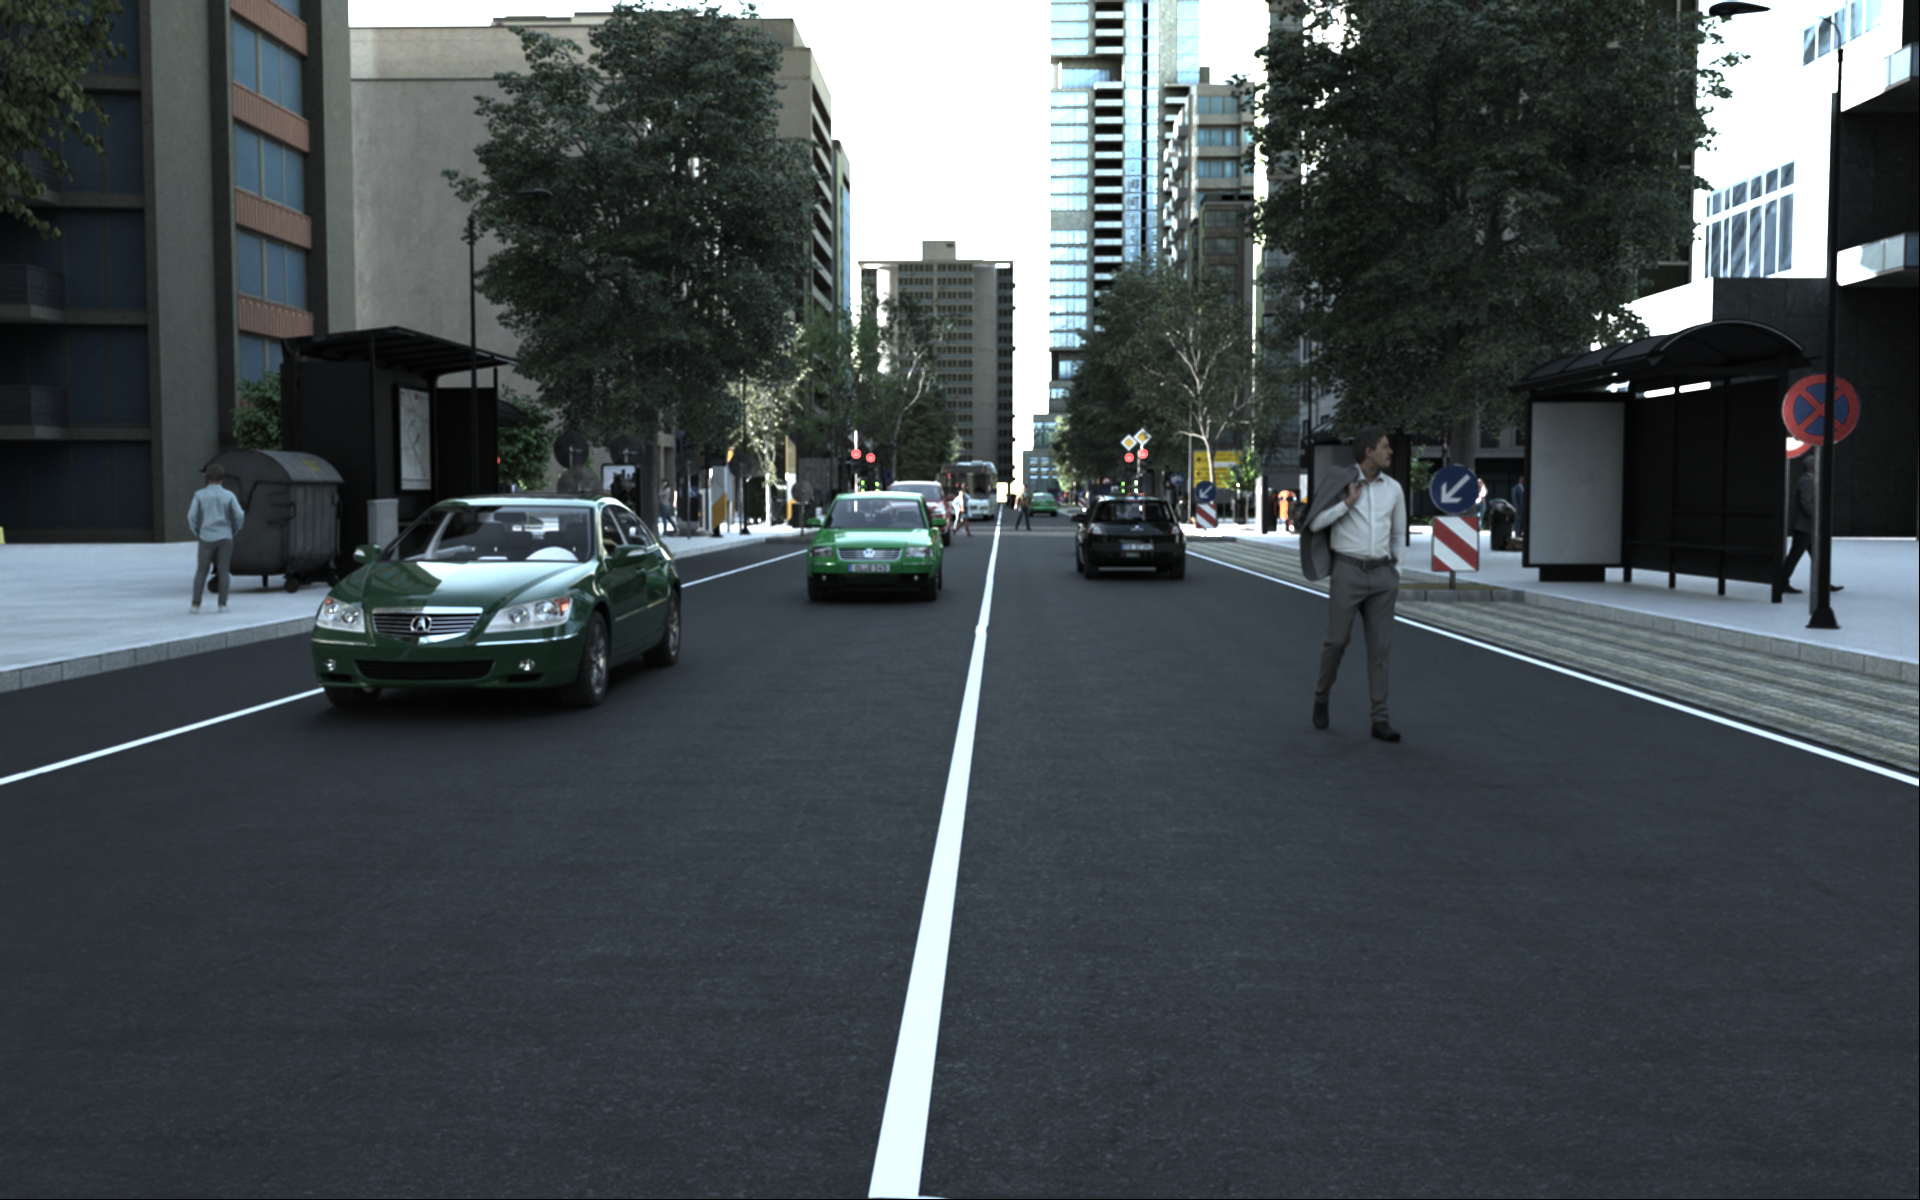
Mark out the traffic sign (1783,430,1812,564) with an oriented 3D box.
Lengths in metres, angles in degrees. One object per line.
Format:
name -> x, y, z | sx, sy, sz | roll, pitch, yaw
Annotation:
traffic sign -> 11.691, -1.494, 24.532 | 0.768, 2.556, 0.104 | 0, 4, 7

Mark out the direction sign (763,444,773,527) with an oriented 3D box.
direction sign -> -7.550, -4.653, 68.072 | 0.379, 3.537, 0.876 | 0, 4, -5

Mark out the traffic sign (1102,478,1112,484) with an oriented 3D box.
traffic sign -> 11.425, -8.234, 134.738 | 0.768, 2.556, 0.104 | 1, 4, 10

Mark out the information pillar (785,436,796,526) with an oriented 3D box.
information pillar -> -6.839, -4.810, 69.997 | 0.183, 3.616, 0.504 | 3, 5, 41

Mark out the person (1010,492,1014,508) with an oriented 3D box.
person -> 5.268, -9.953, 172.158 | 0.541, 1.710, 0.530 | 3, 5, 41

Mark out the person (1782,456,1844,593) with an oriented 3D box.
person -> 11.022, -0.974, 22.368 | 0.834, 1.777, 0.661 | 1, 4, 14

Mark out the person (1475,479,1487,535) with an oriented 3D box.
person -> 16.144, -2.897, 53.996 | 0.593, 1.750, 0.643 | 2, 4, 27

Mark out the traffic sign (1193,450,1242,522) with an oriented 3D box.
traffic sign -> 11.991, -5.308, 80.662 | 2.265, 3.308, 0.079 | 0, 4, 6

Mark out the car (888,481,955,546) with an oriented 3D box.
car -> -1.271, -2.500, 49.543 | 2.281, 1.827, 5.304 | 0, 3, 0

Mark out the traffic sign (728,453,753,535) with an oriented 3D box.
traffic sign -> -6.822, -3.285, 53.821 | 0.768, 2.556, 0.104 | 0, 4, 6

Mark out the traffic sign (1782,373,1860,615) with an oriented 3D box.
traffic sign -> 9.058, -1.113, 18.303 | 0.768, 2.556, 0.104 | 1, 4, 10

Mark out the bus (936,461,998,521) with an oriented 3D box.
bus -> 0.568, -6.192, 96.092 | 2.948, 3.499, 13.247 | 0, 4, 3

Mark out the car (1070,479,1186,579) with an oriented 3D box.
car -> 2.978, -1.278, 30.678 | 2.009, 1.686, 4.222 | 0, 4, 1

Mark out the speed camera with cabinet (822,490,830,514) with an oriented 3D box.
speed camera with cabinet -> -8.677, -7.224, 112.449 | 0.660, 3.252, 2.038 | 0, 4, -5

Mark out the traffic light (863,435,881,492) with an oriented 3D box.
traffic light -> -4.163, -5.666, 81.567 | 0.839, 4.253, 0.868 | 0, 4, 1

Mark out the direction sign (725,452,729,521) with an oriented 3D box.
direction sign -> -11.036, -5.540, 82.584 | 0.379, 3.537, 0.876 | -1, 4, -23

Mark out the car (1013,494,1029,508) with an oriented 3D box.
car -> 6.450, -10.755, 184.876 | 2.155, 1.783, 4.494 | 0, 4, 3

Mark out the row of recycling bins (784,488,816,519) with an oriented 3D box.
row of recycling bins -> -8.658, -5.051, 89.697 | 1.069, 1.692, 3.534 | 2, 4, 32

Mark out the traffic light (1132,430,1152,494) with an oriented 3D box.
traffic light -> 7.695, -5.161, 73.300 | 0.839, 4.253, 0.868 | 0, 4, 1

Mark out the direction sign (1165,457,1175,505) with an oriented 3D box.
direction sign -> 12.940, -6.957, 105.738 | 0.876, 3.537, 0.379 | 0, 4, 6

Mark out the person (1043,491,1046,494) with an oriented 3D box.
person -> 10.288, -12.554, 213.624 | 0.709, 1.838, 0.599 | 3, 5, 43

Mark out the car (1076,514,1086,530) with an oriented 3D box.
car -> 3.753, -1.742, 41.064 | 1.945, 1.354, 3.894 | 0, 3, 0

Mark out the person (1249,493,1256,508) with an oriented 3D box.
person -> 19.597, -6.723, 116.150 | 0.419, 1.800, 0.721 | -3, 5, -42

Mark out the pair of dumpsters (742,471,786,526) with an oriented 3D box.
pair of dumpsters -> -8.004, -4.209, 71.319 | 1.574, 2.255, 4.437 | 0, 4, 1

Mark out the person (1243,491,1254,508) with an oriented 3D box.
person -> 18.191, -6.287, 109.326 | 0.782, 1.767, 0.515 | 2, 4, 24

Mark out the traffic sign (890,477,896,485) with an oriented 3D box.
traffic sign -> -5.061, -8.177, 133.697 | 0.884, 2.594, 0.081 | 0, 4, 5

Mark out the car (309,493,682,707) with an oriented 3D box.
car -> -3.315, -0.084, 13.165 | 2.131, 1.459, 4.920 | 0, 4, 1

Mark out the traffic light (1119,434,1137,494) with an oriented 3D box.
traffic light -> 7.895, -5.649, 81.282 | 0.839, 4.253, 0.868 | 0, 4, 1

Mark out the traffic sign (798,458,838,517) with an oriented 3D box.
traffic sign -> -8.011, -6.364, 97.919 | 2.265, 3.308, 0.079 | 0, 4, 4

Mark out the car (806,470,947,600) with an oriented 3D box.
car -> -1.161, -0.977, 24.771 | 1.959, 1.807, 4.718 | 0, 4, 0

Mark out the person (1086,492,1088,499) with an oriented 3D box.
person -> 16.674, -13.407, 225.342 | 1.348, 1.812, 0.705 | 3, 5, 39

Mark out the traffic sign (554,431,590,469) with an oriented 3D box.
traffic sign -> -7.865, -2.137, 35.046 | 0.768, 2.556, 0.104 | 1, 4, 11

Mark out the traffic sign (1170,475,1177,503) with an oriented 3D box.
traffic sign -> 13.029, -6.369, 104.242 | 0.768, 2.556, 0.104 | 0, 4, 5

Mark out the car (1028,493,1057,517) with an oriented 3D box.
car -> 5.254, -6.254, 111.044 | 1.959, 1.807, 4.718 | 0, 4, -1

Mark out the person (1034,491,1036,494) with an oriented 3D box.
person -> 7.805, -10.377, 178.884 | 1.217, 1.735, 0.721 | 3, 4, 37

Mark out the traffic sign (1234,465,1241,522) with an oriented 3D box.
traffic sign -> 11.816, -4.482, 73.391 | 0.768, 2.556, 0.104 | 0, 4, 5

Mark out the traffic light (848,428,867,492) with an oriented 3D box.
traffic light -> -4.363, -5.178, 73.585 | 0.839, 4.253, 0.868 | 0, 4, 1

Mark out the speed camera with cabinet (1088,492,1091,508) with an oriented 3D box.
speed camera with cabinet -> 12.316, -9.718, 153.219 | 2.038, 3.252, 0.660 | 0, 4, 4

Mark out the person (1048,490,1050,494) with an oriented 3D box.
person -> 8.664, -9.874, 169.936 | 0.705, 1.824, 1.348 | -3, 5, -41

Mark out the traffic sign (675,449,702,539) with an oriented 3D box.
traffic sign -> -7.702, -2.998, 49.130 | 0.768, 2.556, 0.104 | 0, 4, 2

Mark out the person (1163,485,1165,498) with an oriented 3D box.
person -> 11.807, -5.820, 101.480 | 0.850, 1.792, 0.678 | -1, 4, -16

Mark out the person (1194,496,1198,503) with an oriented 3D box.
person -> 16.811, -6.962, 122.463 | 0.523, 1.515, 0.503 | 0, 4, 8

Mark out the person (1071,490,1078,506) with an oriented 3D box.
person -> 12.837, -11.329, 191.997 | 1.217, 1.736, 0.721 | 1, 4, 20

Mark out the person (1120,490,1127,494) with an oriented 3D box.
person -> 10.697, -6.555, 113.403 | 0.419, 1.800, 0.721 | 3, 5, 45

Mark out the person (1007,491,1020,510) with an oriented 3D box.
person -> 4.885, -9.104, 158.062 | 1.217, 1.735, 0.721 | 0, 4, 6

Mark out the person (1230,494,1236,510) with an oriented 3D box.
person -> 14.749, -5.108, 93.837 | 0.394, 1.301, 0.425 | 1, 4, 17

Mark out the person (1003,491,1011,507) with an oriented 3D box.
person -> 5.481, -11.565, 197.677 | 1.348, 1.812, 0.705 | 0, 4, 4

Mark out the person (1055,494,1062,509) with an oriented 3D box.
person -> 9.048, -9.105, 160.582 | 0.991, 1.433, 0.599 | 1, 4, 20

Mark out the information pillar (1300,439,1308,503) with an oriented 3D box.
information pillar -> 14.583, -5.010, 73.266 | 0.504, 3.616, 0.183 | 3, 5, 42

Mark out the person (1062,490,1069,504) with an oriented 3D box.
person -> 13.468, -13.072, 219.702 | 0.705, 1.831, 1.348 | 3, 5, 41

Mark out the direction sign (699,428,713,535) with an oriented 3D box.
direction sign -> -7.933, -3.811, 54.305 | 0.379, 3.537, 0.876 | -3, 4, -38

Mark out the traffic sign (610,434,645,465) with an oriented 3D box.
traffic sign -> -7.096, -2.252, 36.922 | 0.768, 2.556, 0.104 | 1, 4, 9

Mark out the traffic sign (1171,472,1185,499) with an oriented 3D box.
traffic sign -> 12.282, -5.965, 97.640 | 0.768, 2.556, 0.104 | 0, 4, 6

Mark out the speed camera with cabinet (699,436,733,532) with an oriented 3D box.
speed camera with cabinet -> -8.371, -3.932, 58.620 | 0.660, 3.252, 2.038 | -2, 4, -33

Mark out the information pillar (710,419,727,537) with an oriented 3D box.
information pillar -> -7.157, -3.669, 51.339 | 0.504, 3.616, 0.183 | 2, 4, 26
